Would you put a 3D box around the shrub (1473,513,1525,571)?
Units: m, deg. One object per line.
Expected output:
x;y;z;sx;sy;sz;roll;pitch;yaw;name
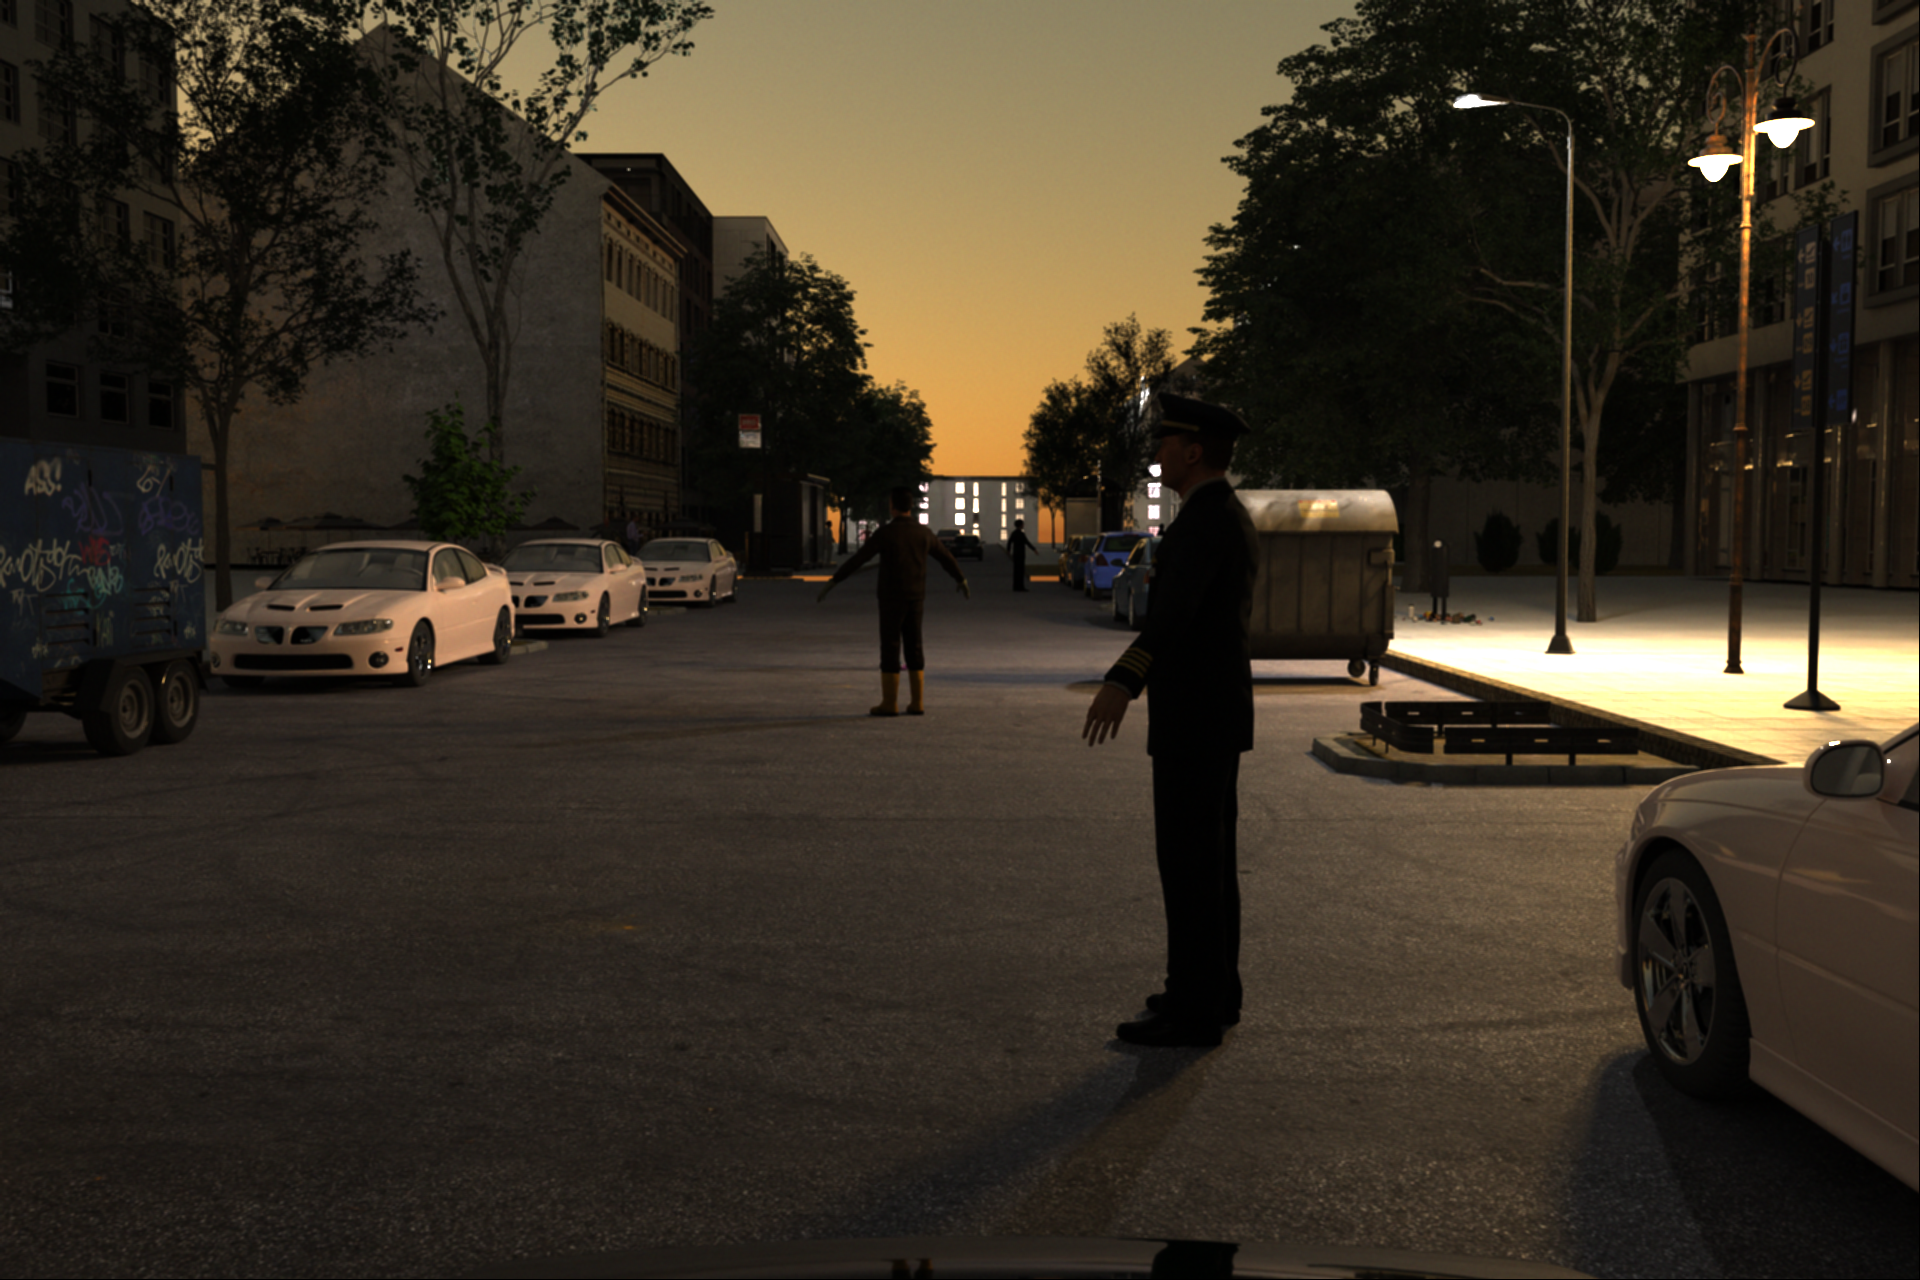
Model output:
18.794;-3.449;60.426;1.661;2.075;1.752;0;3;0;shrub

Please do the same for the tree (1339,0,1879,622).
8.835;-5.526;24.760;7.601;10.594;8.767;-2;4;-34;tree

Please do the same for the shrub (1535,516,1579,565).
24.586;-4.113;71.286;1.661;2.075;1.752;0;3;0;shrub

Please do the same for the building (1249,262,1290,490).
25.280;-16.108;119.785;16.016;20.090;11.380;0;4;1;building

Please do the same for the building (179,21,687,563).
-24.474;-15.470;83.859;19.493;23.208;18.063;0;4;1;building

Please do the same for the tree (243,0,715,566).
-12.886;-11.385;42.033;12.611;20.169;13.585;0;3;0;tree

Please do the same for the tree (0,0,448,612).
-12.244;-5.720;27.939;8.767;10.594;7.601;1;4;13;tree

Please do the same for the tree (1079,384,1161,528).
7.217;-8.109;82.937;4.360;8.622;3.978;0;3;0;tree

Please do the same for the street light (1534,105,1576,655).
6.990;-2.806;18.413;1.470;5.913;1.316;0;4;0;street light

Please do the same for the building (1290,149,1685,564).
27.921;-13.565;88.248;16.747;18.905;31.486;0;4;1;building

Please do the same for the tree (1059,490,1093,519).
17.710;-19.245;249.065;7.601;10.594;8.767;0;4;5;tree

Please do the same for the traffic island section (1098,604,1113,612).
3.627;-0.596;32.618;1.991;0.108;1.994;0;4;1;traffic island section

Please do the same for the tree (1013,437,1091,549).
8.416;-13.345;152.600;8.767;10.594;7.601;2;4;27;tree

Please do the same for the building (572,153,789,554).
-26.394;-16.247;109.619;27.936;21.610;32.646;0;4;0;building

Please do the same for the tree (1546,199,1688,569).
26.360;-9.590;63.447;9.857;13.997;8.962;0;3;0;tree

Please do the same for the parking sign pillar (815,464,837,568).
-5.424;-4.751;66.157;1.447;3.967;1.447;0;4;0;parking sign pillar

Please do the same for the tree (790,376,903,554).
-7.587;-11.439;112.786;9.928;11.665;9.643;0;3;0;tree

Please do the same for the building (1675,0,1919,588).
29.101;-13.508;28.453;19.016;26.051;41.698;0;4;1;building

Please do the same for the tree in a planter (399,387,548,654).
-6.181;-1.467;21.201;1.991;3.239;1.994;0;4;2;tree in a planter

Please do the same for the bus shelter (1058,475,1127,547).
4.654;-4.146;61.711;2.014;3.302;5.546;0;4;0;bus shelter

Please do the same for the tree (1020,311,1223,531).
6.737;-8.505;73.462;8.767;10.594;7.601;0;4;-3;tree

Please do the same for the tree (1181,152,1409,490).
10.259;-8.159;51.526;7.486;12.596;7.792;0;3;0;tree

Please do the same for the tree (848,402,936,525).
-6.992;-15.334;157.364;9.857;13.997;8.962;0;3;0;tree

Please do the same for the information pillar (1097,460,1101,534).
4.424;-3.904;55.191;0.183;3.616;0.504;0;4;2;information pillar

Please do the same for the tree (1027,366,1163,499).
7.769;-9.914;96.507;8.767;10.594;7.601;-2;4;-24;tree

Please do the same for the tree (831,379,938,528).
-6.678;-14.478;143.371;9.857;13.997;8.962;0;3;0;tree

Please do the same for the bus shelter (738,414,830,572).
-6.168;-5.066;60.453;2.179;5.291;8.768;0;4;3;bus shelter

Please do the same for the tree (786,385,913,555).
-7.208;-10.364;103.869;8.767;10.594;7.601;-1;4;-9;tree

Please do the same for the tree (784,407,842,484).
-8.095;-8.581;90.661;4.360;8.622;3.978;0;3;0;tree

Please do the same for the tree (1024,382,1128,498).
8.187;-11.791;118.538;9.928;11.665;9.643;0;3;0;tree

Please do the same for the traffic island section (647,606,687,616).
-6.030;-0.520;31.367;1.991;0.108;1.994;0;4;2;traffic island section

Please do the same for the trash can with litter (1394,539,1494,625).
7.040;-0.878;25.415;1.678;1.210;2.233;0;4;1;trash can with litter

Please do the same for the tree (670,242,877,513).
-8.154;-10.448;77.482;9.857;13.997;8.962;0;3;0;tree

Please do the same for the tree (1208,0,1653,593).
10.119;-8.020;37.779;9.857;13.997;8.962;0;3;0;tree

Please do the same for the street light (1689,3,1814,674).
7.133;-2.630;15.788;0.468;5.910;1.993;0;4;1;street light

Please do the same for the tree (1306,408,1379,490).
13.713;-7.115;66.696;4.360;8.622;3.978;0;3;0;tree

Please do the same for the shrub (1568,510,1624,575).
19.789;-3.049;53.896;1.661;2.075;1.752;0;3;0;shrub

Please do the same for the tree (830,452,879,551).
-7.177;-10.551;122.875;4.360;8.622;3.978;0;3;0;tree

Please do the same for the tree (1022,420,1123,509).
8.414;-11.933;129.522;8.767;10.594;7.601;1;4;16;tree

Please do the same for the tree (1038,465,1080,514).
8.826;-11.475;137.978;4.360;8.622;3.978;0;3;0;tree
